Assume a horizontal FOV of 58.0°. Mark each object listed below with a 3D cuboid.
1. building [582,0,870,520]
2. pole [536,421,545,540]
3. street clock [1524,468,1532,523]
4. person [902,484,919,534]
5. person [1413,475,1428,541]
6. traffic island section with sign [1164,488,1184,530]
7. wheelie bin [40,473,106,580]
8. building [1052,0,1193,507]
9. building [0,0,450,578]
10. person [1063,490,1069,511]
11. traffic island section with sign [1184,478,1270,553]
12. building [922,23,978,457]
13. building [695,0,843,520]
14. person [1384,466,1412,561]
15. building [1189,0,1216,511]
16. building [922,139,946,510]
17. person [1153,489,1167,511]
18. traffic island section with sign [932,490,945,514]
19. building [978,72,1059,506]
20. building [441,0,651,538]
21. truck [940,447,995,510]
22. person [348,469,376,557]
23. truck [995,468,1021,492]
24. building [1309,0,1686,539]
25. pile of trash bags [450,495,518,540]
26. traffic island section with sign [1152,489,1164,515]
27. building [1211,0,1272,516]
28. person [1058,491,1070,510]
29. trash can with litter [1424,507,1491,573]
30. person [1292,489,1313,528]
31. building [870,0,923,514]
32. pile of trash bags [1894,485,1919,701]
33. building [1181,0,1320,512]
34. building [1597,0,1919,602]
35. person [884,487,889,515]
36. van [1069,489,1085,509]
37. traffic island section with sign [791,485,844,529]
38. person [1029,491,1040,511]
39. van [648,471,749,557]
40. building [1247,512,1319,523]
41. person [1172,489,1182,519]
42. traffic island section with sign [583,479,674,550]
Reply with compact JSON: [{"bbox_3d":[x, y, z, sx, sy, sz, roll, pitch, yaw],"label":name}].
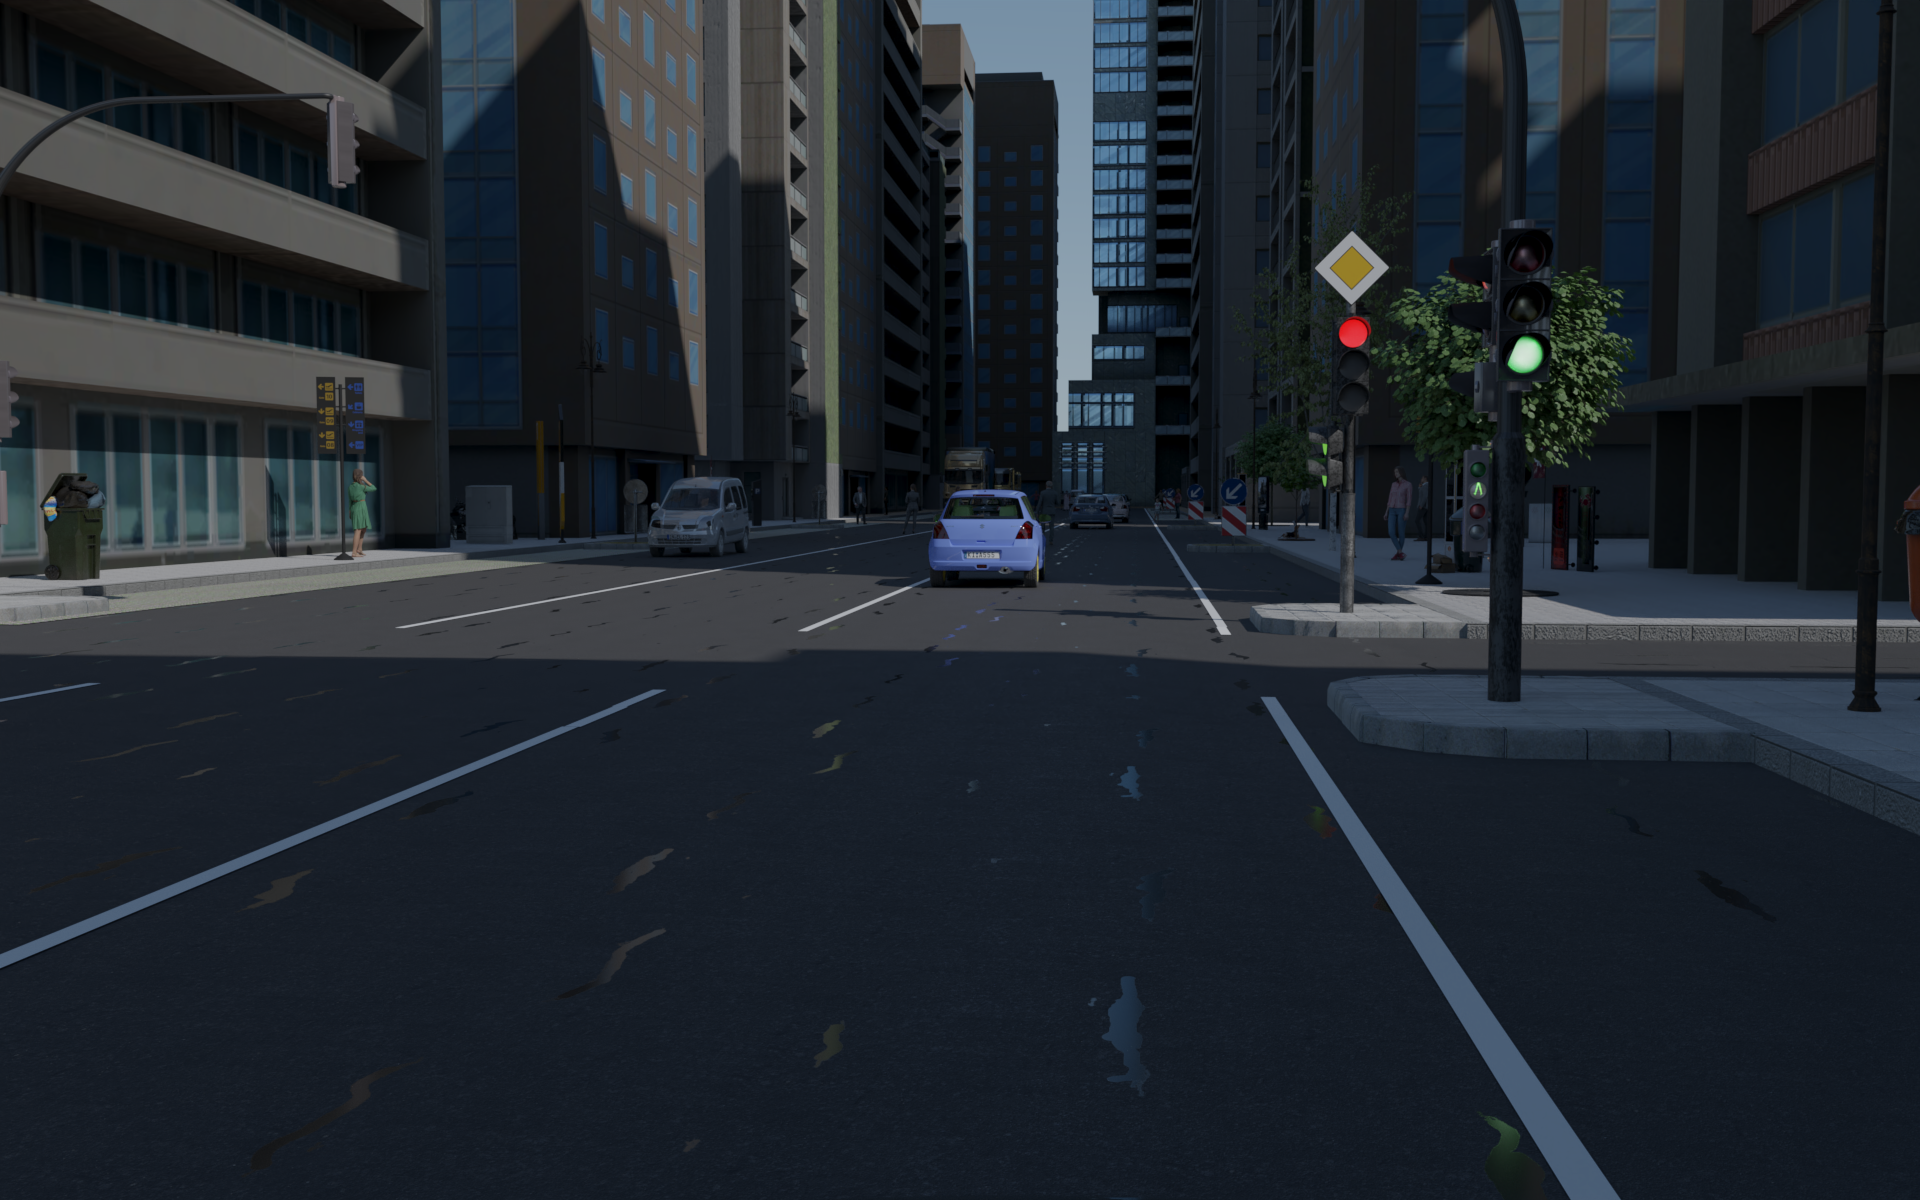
[{"bbox_3d":[-12.921,-27.708,103.144,14.600,45.320,14.200,0,4,6],"label":"building"},{"bbox_3d":[-11.739,-3.340,48.458,0.158,3.312,0.155,0,3,0],"label":"pole"},{"bbox_3d":[13.642,-2.296,42.117,0.471,2.002,0.358,1,4,17],"label":"street clock"},{"bbox_3d":[-1.759,-3.261,62.094,0.520,1.790,0.573,-2,4,-29],"label":"person"},{"bbox_3d":[12.577,-2.497,47.056,0.473,1.802,0.592,3,5,44],"label":"person"},{"bbox_3d":[9.413,-3.765,70.183,1.989,1.847,2.006,0,4,6],"label":"traffic island section with sign"},{"bbox_3d":[-13.269,-1.106,25.995,0.693,1.594,0.980,0,4,7],"label":"wheelie bin"},{"bbox_3d":[25.973,-53.321,184.468,31.000,86.520,22.319,0,4,6],"label":"building"},{"bbox_3d":[-23.849,-24.888,30.618,21.300,48.544,21.600,0,4,6],"label":"building"},{"bbox_3d":[9.108,-8.497,148.098,0.551,1.740,0.621,-3,5,-42],"label":"person"},{"bbox_3d":[6.702,-2.125,43.364,1.989,1.847,2.006,0,4,6],"label":"traffic island section with sign"},{"bbox_3d":[-6.267,-31.438,164.127,14.200,45.320,14.600,0,4,6],"label":"building"},{"bbox_3d":[-14.013,-24.628,86.264,14.154,41.232,14.086,0,4,6],"label":"building"},{"bbox_3d":[8.455,-1.678,33.482,0.555,1.821,0.388,3,4,37],"label":"person"},{"bbox_3d":[29.257,-31.327,135.895,21.300,48.544,21.600,0,4,6],"label":"building"},{"bbox_3d":[-8.848,-22.506,139.678,14.160,30.474,14.107,0,4,6],"label":"building"},{"bbox_3d":[16.804,-8.332,144.746,1.348,1.823,0.705,2,4,28],"label":"person"},{"bbox_3d":[-0.886,-6.906,121.534,1.989,1.847,2.006,0,4,6],"label":"traffic island section with sign"},{"bbox_3d":[3.161,-32.701,184.767,14.200,45.320,14.600,0,4,6],"label":"building"},{"bbox_3d":[-16.935,-24.847,56.359,14.600,45.320,14.200,0,4,6],"label":"building"},{"bbox_3d":[0.589,-7.162,106.008,2.839,4.237,11.283,0,4,5],"label":"truck"},{"bbox_3d":[-12.269,-1.774,35.298,0.600,1.795,0.529,1,4,20],"label":"person"},{"bbox_3d":[2.953,-8.265,131.051,3.469,3.379,9.791,0,4,7],"label":"truck"},{"bbox_3d":[19.020,-24.759,54.914,14.600,45.320,14.200,0,4,6],"label":"building"},{"bbox_3d":[-14.206,-2.404,49.057,3.447,1.369,1.912,0,4,-4],"label":"pile of trash bags"},{"bbox_3d":[14.567,-6.869,120.940,1.989,1.847,2.006,0,4,6],"label":"traffic island section with sign"},{"bbox_3d":[26.927,-34.791,110.839,21.231,58.520,28.212,0,4,6],"label":"building"},{"bbox_3d":[9.396,-9.100,158.072,1.217,1.735,0.721,0,4,2],"label":"person"},{"bbox_3d":[8.150,-1.031,28.252,1.055,1.170,0.624,-2,4,-26],"label":"trash can with litter"},{"bbox_3d":[12.897,-3.622,65.110,0.795,1.843,0.661,1,4,15],"label":"person"},{"bbox_3d":[-14.502,-30.426,121.162,21.300,48.544,21.600,0,4,6],"label":"building"},{"bbox_3d":[7.173,-0.005,9.837,1.912,1.369,3.447,-3,5,-43],"label":"pile of trash bags"},{"bbox_3d":[30.839,-43.919,156.329,20.563,71.187,20.611,0,4,6],"label":"building"},{"bbox_3d":[24.902,-22.583,23.860,28.867,44.769,22.147,0,4,6],"label":"building"},{"bbox_3d":[-4.598,-6.078,106.126,0.721,1.735,1.217,0,4,-4],"label":"person"},{"bbox_3d":[11.455,-9.902,168.901,2.013,2.044,4.112,0,4,5],"label":"van"},{"bbox_3d":[-5.883,-3.884,72.125,1.989,1.847,2.006,0,4,6],"label":"traffic island section with sign"},{"bbox_3d":[6.520,-8.505,148.273,1.217,1.743,0.721,1,4,10],"label":"person"},{"bbox_3d":[-6.146,-2.076,40.952,2.013,2.044,4.112,0,4,5],"label":"van"},{"bbox_3d":[23.267,-39.201,79.183,20.563,71.187,20.611,0,4,6],"label":"building"},{"bbox_3d":[12.477,-5.542,99.833,0.721,1.743,1.217,-1,4,-17],"label":"person"},{"bbox_3d":[-8.593,-2.243,45.306,1.989,1.847,2.006,0,4,6],"label":"traffic island section with sign"}]
